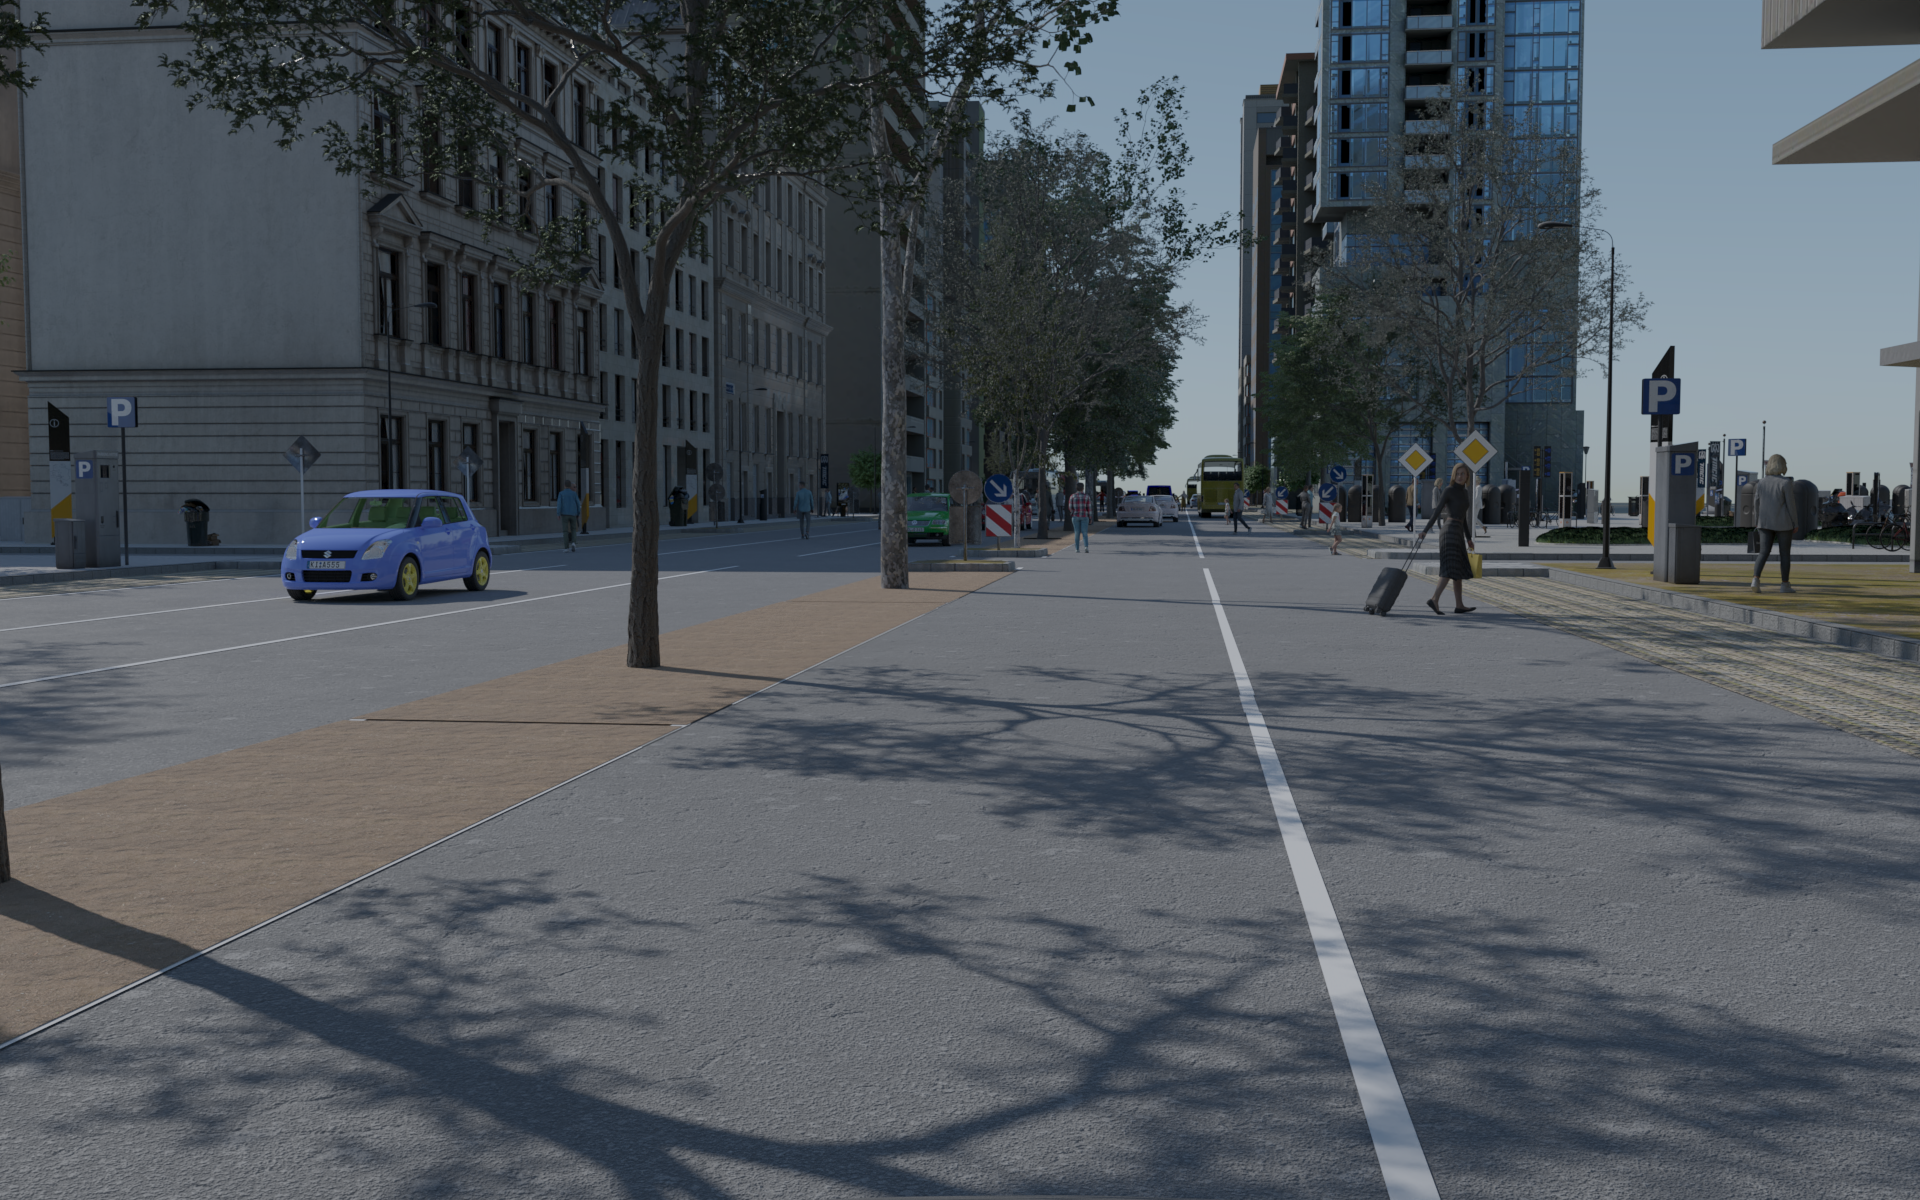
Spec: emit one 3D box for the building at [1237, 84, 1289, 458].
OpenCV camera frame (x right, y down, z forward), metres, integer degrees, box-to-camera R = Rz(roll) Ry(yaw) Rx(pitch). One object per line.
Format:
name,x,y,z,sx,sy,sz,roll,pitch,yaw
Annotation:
building,51.670,-43.609,255.004,21.231,58.520,28.212,0,4,7

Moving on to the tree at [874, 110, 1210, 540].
tree,2.591,-8.657,54.368,12.009,13.543,11.850,0,3,0

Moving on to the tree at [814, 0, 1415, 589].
tree,0.111,-10.168,24.590,12.611,20.169,13.585,0,3,0

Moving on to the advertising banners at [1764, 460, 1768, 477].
advertising banners,41.946,-5.693,89.274,2.074,3.025,0.090,-2,4,-35

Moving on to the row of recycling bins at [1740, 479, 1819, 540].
row of recycling bins,23.489,-2.609,49.777,1.069,1.692,3.534,0,4,0

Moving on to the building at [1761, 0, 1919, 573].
building,24.936,-25.927,13.141,28.713,52.752,27.495,0,4,7

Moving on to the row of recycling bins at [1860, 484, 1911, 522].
row of recycling bins,40.175,-4.135,74.716,3.534,1.692,1.069,1,4,9

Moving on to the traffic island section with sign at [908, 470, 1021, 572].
traffic island section with sign,0.019,-1.502,32.694,2.006,1.907,1.989,0,4,7

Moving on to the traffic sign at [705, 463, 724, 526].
traffic sign,-9.999,-4.304,70.481,0.768,2.556,0.104,1,4,10

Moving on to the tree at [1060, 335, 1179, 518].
tree,8.808,-11.010,100.604,7.486,12.596,7.792,0,3,0

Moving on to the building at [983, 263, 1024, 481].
building,0.743,-27.570,222.465,14.160,30.474,14.107,0,4,7

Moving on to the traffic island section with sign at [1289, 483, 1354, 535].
traffic island section with sign,12.797,-3.210,61.114,1.989,1.847,2.006,0,4,7

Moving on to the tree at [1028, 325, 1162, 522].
tree,6.876,-9.860,89.428,9.928,11.665,9.643,0,3,0

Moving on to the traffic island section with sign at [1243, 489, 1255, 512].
traffic island section with sign,22.518,-7.878,137.431,1.989,1.847,2.006,0,4,7

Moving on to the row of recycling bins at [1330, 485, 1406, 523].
row of recycling bins,18.493,-4.373,78.611,3.534,1.692,1.069,2,4,29

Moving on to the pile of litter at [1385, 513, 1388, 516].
pile of litter,24.721,-5.354,101.497,1.176,0.858,1.719,0,4,-8

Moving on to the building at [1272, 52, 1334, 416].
building,42.320,-31.542,170.332,22.147,44.769,28.867,0,4,7

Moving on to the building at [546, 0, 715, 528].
building,-17.395,-13.222,70.929,10.420,20.320,16.860,0,4,7

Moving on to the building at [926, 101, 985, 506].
building,-5.227,-30.103,175.781,14.154,41.232,14.086,0,4,7

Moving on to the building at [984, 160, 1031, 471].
building,2.216,-35.871,236.593,14.600,45.320,14.200,0,4,7

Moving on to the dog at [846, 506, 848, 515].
dog,-7.072,-5.628,106.400,0.513,0.831,0.800,0,4,-6

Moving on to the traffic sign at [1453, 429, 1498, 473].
traffic sign,9.288,-1.774,31.193,0.795,2.593,0.064,0,4,7

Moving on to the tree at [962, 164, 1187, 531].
tree,4.318,-9.615,66.320,9.857,13.997,8.962,0,3,0

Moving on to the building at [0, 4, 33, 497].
building,-41.688,-15.608,52.451,25.104,27.353,12.463,0,4,7

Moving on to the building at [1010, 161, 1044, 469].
building,1.222,-38.589,254.631,21.300,48.544,21.600,0,4,7

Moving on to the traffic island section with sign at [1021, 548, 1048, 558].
traffic island section with sign,0.964,-1.951,40.041,2.006,1.907,1.989,0,4,7

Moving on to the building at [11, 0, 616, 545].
building,-18.413,-11.501,52.664,10.561,19.102,19.286,0,4,7

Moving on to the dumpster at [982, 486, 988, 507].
dumpster,3.046,-9.371,158.173,1.985,2.255,1.502,0,4,6

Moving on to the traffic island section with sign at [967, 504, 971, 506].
traffic island section with sign,0.581,-8.053,140.290,1.989,1.847,2.006,0,4,7

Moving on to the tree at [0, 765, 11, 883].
tree,-3.704,-4.210,5.696,8.767,10.594,7.601,0,4,7

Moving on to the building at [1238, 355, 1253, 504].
building,50.992,-23.391,227.488,27.650,21.520,28.899,0,4,7

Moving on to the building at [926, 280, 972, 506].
building,-14.380,-18.977,155.311,27.650,21.520,28.899,0,4,7

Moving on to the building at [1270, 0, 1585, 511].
building,37.339,-50.489,138.165,22.319,86.520,31.000,0,4,7

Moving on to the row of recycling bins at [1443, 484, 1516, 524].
row of recycling bins,22.147,-4.069,73.639,3.534,1.692,1.069,-1,4,-23

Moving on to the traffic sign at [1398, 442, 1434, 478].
traffic sign,10.297,-2.258,39.115,0.795,2.593,0.064,0,4,7

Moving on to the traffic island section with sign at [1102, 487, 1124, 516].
traffic island section with sign,10.454,-6.510,114.580,2.006,1.907,1.989,0,4,7

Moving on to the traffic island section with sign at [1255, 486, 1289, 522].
traffic island section with sign,16.264,-4.879,88.402,1.989,1.847,2.006,0,4,7

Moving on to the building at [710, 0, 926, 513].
building,-14.601,-30.857,128.212,21.300,48.544,21.600,0,4,7

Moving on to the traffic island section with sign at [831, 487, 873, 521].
traffic island section with sign,-5.661,-5.061,91.380,1.989,1.847,2.006,0,4,7

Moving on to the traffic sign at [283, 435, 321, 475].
traffic sign,-12.925,-1.948,34.034,0.795,2.593,0.064,0,4,7

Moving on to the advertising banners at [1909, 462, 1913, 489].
advertising banners,53.358,-6.110,96.082,2.074,3.025,0.090,-1,4,-22

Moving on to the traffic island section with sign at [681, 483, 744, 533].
traffic island section with sign,-9.113,-3.401,64.233,1.989,1.847,2.006,0,4,7

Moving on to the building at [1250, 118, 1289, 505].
building,42.002,-34.013,206.221,14.600,45.320,14.200,0,4,7

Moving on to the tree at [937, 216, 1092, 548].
tree,1.480,-5.625,44.788,4.360,8.622,3.978,0,3,0

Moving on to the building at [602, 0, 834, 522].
building,-15.064,-17.998,91.530,12.463,27.353,25.104,0,4,7

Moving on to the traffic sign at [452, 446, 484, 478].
traffic sign,-11.916,-2.432,41.955,0.795,2.593,0.064,0,4,7

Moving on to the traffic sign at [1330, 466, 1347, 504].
traffic sign,16.896,-4.728,77.411,0.768,2.556,0.104,1,4,12
